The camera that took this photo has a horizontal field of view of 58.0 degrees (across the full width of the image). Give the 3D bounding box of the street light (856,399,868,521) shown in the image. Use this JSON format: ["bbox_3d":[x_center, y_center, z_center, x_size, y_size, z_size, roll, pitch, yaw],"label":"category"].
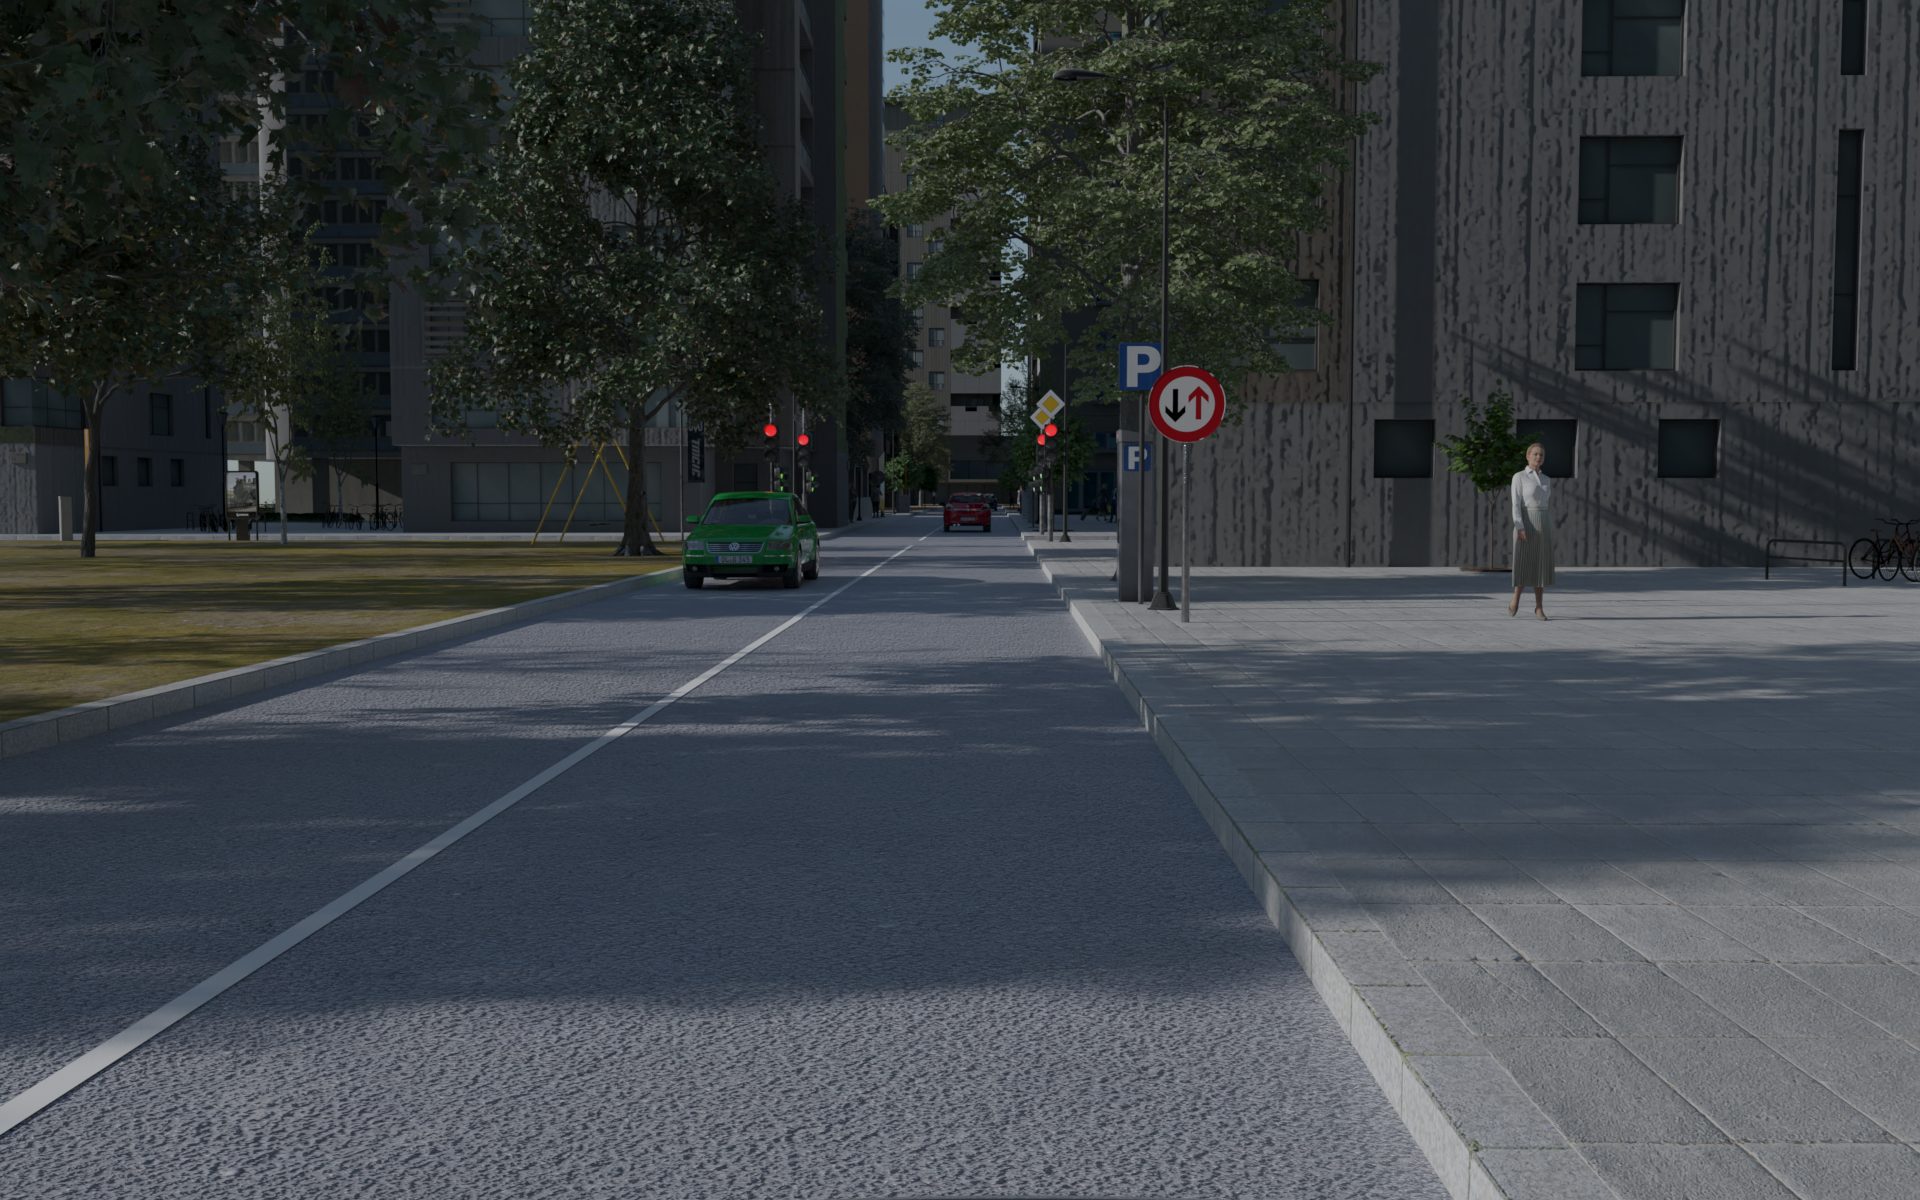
[{"bbox_3d":[-4.274,-6.743,82.784,1.470,5.913,1.316,0,4,1],"label":"street light"}]

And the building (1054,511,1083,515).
[{"bbox_3d":[15.742,-30.066,115.277,21.300,48.544,21.600,0,4,1],"label":"building"}]

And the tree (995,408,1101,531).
[{"bbox_3d":[3.222,-4.663,59.961,4.285,4.588,4.351,0,3,0],"label":"tree"}]

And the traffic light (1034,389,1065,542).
[{"bbox_3d":[2.416,-3.526,46.566,0.839,4.253,0.868,0,4,1],"label":"traffic light"}]

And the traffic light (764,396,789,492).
[{"bbox_3d":[-5.044,-3.533,46.693,0.839,4.253,0.868,0,4,1],"label":"traffic light"}]

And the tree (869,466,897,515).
[{"bbox_3d":[-4.842,-6.844,106.500,1.663,3.219,1.824,0,3,0],"label":"tree"}]

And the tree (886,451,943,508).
[{"bbox_3d":[-4.377,-8.979,130.512,4.285,4.588,4.351,0,3,0],"label":"tree"}]

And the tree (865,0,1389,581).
[{"bbox_3d":[2.449,-6.578,25.679,7.486,12.596,7.792,0,3,0],"label":"tree"}]

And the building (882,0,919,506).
[{"bbox_3d":[-20.333,-53.737,191.269,31.000,86.520,22.319,0,4,1],"label":"building"}]

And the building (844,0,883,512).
[{"bbox_3d":[-12.647,-28.671,118.889,14.600,45.320,14.200,0,4,1],"label":"building"}]

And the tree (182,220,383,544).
[{"bbox_3d":[-17.452,-5.727,43.993,4.737,8.622,4.395,0,3,0],"label":"tree"}]

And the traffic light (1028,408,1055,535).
[{"bbox_3d":[2.570,-4.014,54.550,0.839,4.253,0.868,0,4,1],"label":"traffic light"}]

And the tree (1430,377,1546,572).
[{"bbox_3d":[8.910,-2.081,28.633,1.663,3.219,1.824,0,3,0],"label":"tree"}]

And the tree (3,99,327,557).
[{"bbox_3d":[-17.468,-6.136,34.742,7.601,10.594,8.767,2,4,29],"label":"tree"}]

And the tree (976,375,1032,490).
[{"bbox_3d":[4.688,-12.247,134.652,7.601,10.594,8.767,0,4,-3],"label":"tree"}]

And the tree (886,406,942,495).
[{"bbox_3d":[-3.927,-11.710,141.828,4.360,8.622,3.978,0,3,0],"label":"tree"}]

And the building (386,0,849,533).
[{"bbox_3d":[-11.674,-23.169,62.405,14.154,41.232,14.086,0,4,1],"label":"building"}]

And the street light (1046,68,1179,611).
[{"bbox_3d":[1.715,-2.846,19.075,1.470,5.913,1.316,0,4,1],"label":"street light"}]

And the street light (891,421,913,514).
[{"bbox_3d":[-3.687,-8.411,110.053,1.470,5.913,1.316,0,4,1],"label":"street light"}]

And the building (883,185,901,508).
[{"bbox_3d":[-12.879,-23.835,161.402,14.160,30.474,14.107,0,4,1],"label":"building"}]

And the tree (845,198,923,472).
[{"bbox_3d":[-6.056,-10.329,75.527,9.857,13.997,8.962,0,3,0],"label":"tree"}]

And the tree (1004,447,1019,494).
[{"bbox_3d":[7.112,-15.717,207.327,4.360,8.622,3.978,0,3,0],"label":"tree"}]

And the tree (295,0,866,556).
[{"bbox_3d":[-6.654,-7.275,35.947,9.611,12.733,9.660,0,3,0],"label":"tree"}]

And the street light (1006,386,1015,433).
[{"bbox_3d":[2.843,-6.222,74.268,1.470,5.913,1.316,0,4,1],"label":"street light"}]

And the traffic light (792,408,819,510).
[{"bbox_3d":[-4.890,-4.022,54.677,0.839,4.253,0.868,0,4,1],"label":"traffic light"}]

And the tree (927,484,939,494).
[{"bbox_3d":[-3.183,-12.285,195.457,1.663,3.219,1.824,0,3,0],"label":"tree"}]

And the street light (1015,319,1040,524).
[{"bbox_3d":[2.276,-4.505,46.190,1.470,5.913,1.316,0,4,1],"label":"street light"}]

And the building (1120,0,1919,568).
[{"bbox_3d":[10.297,-16.182,36.279,14.160,30.474,14.107,0,4,1],"label":"building"}]

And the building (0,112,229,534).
[{"bbox_3d":[-36.029,-17.709,61.248,14.107,30.474,14.160,0,4,1],"label":"building"}]

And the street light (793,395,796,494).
[{"bbox_3d":[-4.774,-5.077,55.544,1.470,5.913,1.316,0,4,1],"label":"street light"}]

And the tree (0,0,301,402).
[{"bbox_3d":[-13.827,-6.427,22.085,9.611,12.733,9.660,0,3,0],"label":"tree"}]

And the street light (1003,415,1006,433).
[{"bbox_3d":[3.308,-7.879,101.355,1.470,5.913,1.316,0,4,1],"label":"street light"}]

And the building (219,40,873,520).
[{"bbox_3d":[-21.281,-24.482,92.160,32.217,40.220,23.993,0,4,1],"label":"building"}]

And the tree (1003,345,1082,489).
[{"bbox_3d":[3.882,-8.249,85.238,4.737,8.622,4.395,0,3,0],"label":"tree"}]
